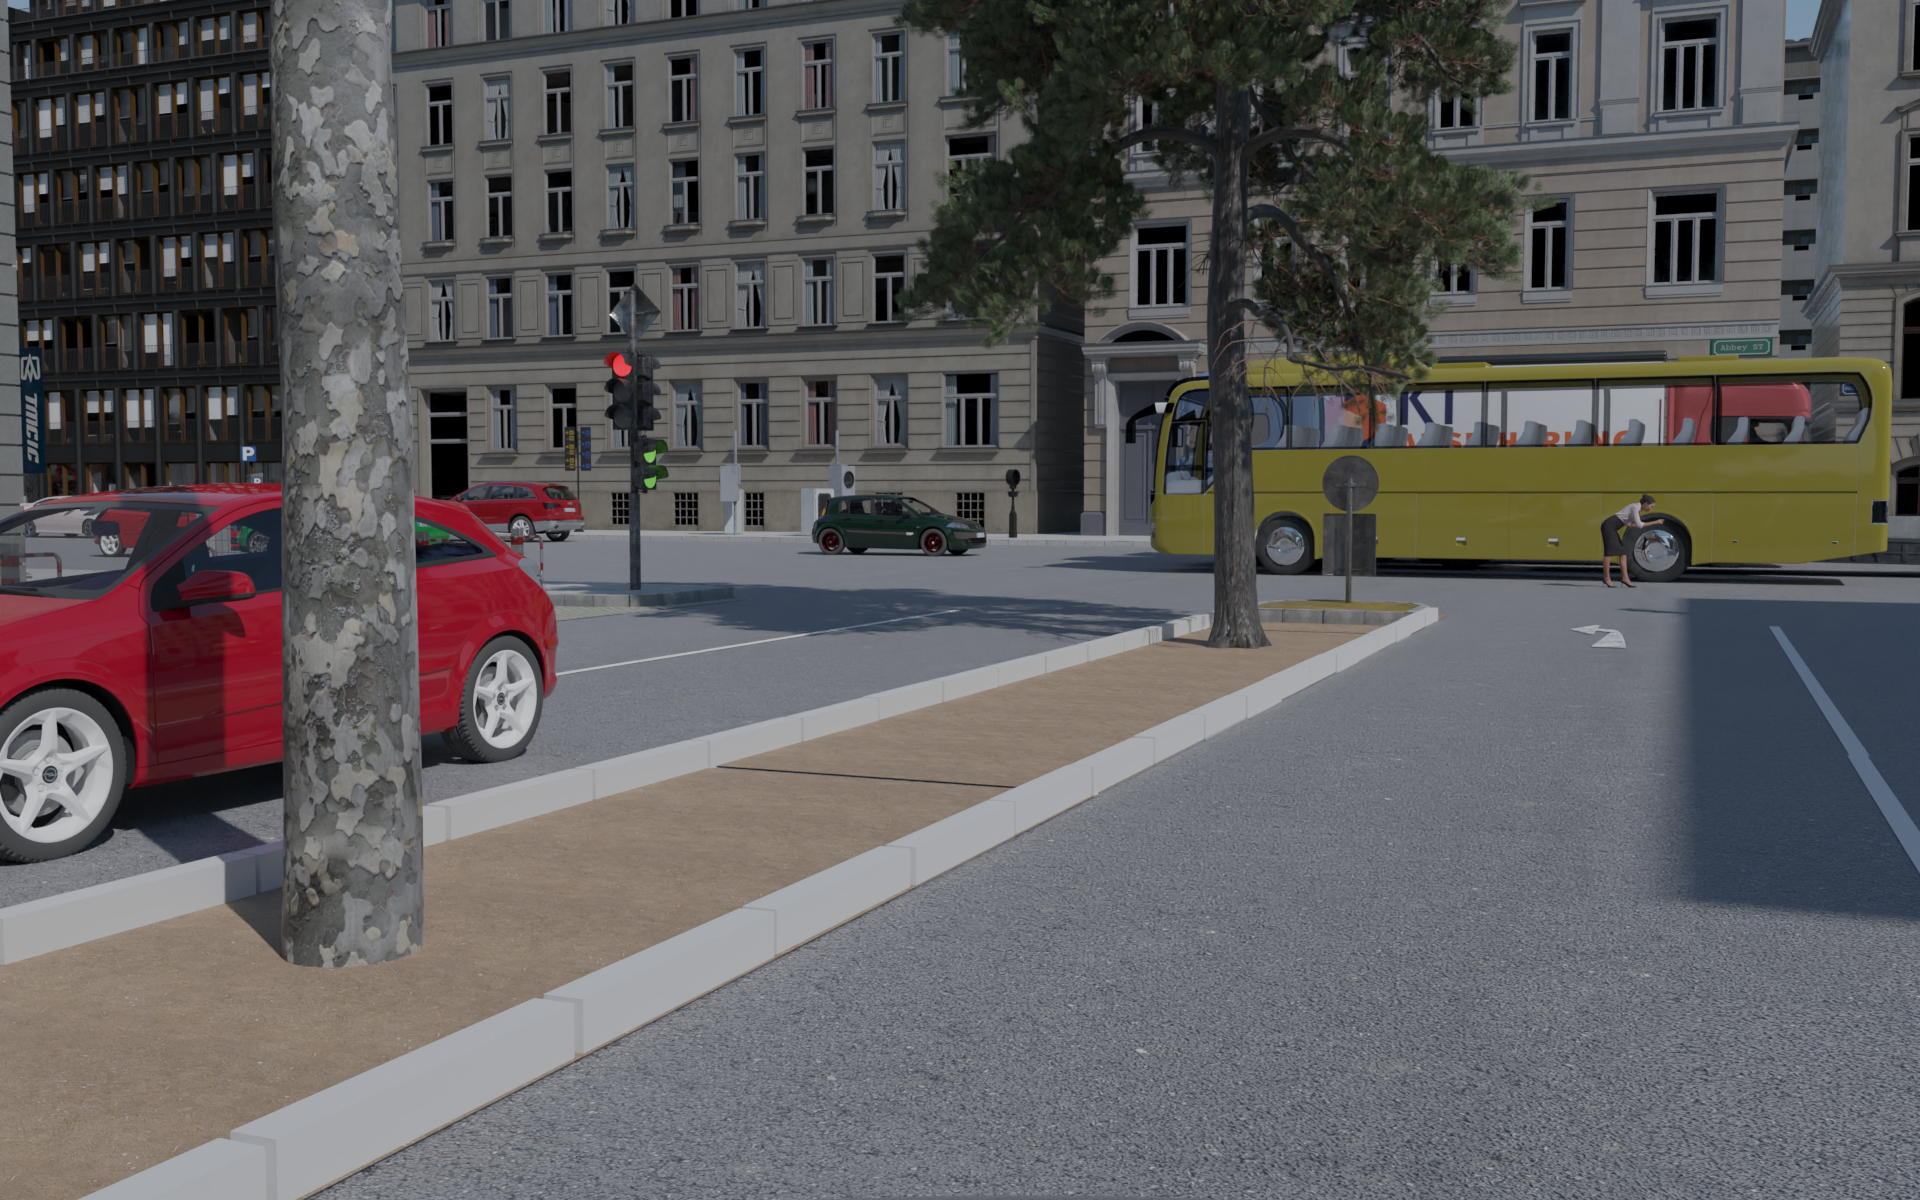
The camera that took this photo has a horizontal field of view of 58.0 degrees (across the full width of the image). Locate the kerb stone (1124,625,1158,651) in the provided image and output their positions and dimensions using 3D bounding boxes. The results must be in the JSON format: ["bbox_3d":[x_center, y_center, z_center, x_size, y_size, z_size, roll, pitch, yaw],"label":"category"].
[{"bbox_3d":[1.628,0.370,16.150,0.120,0.150,1.000,1,4,23],"label":"kerb stone"}]

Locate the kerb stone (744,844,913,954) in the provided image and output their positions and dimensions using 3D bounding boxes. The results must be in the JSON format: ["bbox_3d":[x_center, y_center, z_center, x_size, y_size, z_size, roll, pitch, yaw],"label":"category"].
[{"bbox_3d":[-0.428,1.001,5.832,0.120,0.150,1.000,1,4,23],"label":"kerb stone"}]

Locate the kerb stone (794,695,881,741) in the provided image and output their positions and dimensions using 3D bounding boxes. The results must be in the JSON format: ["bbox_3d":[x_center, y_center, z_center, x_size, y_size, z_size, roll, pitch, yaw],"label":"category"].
[{"bbox_3d":[-0.760,0.721,10.443,0.120,0.150,1.000,1,4,23],"label":"kerb stone"}]

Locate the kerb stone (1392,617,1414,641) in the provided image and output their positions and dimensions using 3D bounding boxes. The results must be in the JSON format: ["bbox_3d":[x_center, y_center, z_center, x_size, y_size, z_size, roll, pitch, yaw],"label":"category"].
[{"bbox_3d":[4.356,0.307,17.211,0.120,0.150,1.000,1,4,23],"label":"kerb stone"}]

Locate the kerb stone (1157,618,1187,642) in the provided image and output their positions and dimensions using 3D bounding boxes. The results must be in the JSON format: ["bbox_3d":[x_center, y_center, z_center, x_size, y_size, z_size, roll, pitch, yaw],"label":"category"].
[{"bbox_3d":[2.029,0.316,17.103,0.120,0.150,1.000,1,4,23],"label":"kerb stone"}]

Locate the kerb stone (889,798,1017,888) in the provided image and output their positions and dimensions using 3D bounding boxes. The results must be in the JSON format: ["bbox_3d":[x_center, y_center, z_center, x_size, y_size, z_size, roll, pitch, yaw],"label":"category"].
[{"bbox_3d":[-0.022,0.943,6.778,0.120,0.150,1.000,1,4,23],"label":"kerb stone"}]

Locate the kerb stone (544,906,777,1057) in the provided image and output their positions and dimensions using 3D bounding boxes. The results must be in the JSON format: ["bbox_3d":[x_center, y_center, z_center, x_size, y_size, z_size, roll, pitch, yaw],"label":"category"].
[{"bbox_3d":[-0.819,1.059,4.884,0.120,0.150,1.000,1,4,23],"label":"kerb stone"}]

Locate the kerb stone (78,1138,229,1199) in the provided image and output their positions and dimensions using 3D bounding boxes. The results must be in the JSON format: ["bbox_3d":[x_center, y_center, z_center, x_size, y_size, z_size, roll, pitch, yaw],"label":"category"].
[{"bbox_3d":[-1.615,1.177,2.974,0.120,0.150,1.000,1,4,23],"label":"kerb stone"}]

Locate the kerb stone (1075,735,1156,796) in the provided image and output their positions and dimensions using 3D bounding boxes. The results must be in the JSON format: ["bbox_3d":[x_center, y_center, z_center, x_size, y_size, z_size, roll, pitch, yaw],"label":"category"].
[{"bbox_3d":[0.770,0.832,8.680,0.120,0.150,1.000,1,4,23],"label":"kerb stone"}]

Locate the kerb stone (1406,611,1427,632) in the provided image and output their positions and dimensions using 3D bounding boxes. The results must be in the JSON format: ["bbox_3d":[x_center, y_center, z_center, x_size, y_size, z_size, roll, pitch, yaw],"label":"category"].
[{"bbox_3d":[4.743,0.247,18.161,0.120,0.150,1.000,1,4,23],"label":"kerb stone"}]

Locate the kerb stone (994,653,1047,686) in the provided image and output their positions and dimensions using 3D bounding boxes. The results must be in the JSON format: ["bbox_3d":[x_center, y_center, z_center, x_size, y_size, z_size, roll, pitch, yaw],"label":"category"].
[{"bbox_3d":[0.424,0.546,13.294,0.120,0.150,1.000,1,4,23],"label":"kerb stone"}]

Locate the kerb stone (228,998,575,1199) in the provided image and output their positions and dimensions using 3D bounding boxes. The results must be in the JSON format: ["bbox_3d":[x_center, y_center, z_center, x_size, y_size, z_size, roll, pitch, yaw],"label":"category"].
[{"bbox_3d":[-1.221,1.117,3.928,0.120,0.150,1.000,1,4,23],"label":"kerb stone"}]

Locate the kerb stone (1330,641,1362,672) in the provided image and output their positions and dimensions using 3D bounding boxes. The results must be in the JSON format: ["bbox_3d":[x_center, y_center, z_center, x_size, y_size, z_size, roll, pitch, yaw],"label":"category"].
[{"bbox_3d":[3.160,0.479,14.358,0.120,0.150,1.000,1,4,23],"label":"kerb stone"}]

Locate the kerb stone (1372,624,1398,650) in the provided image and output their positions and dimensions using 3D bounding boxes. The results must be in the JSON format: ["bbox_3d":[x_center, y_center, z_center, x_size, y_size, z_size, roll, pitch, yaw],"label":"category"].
[{"bbox_3d":[3.952,0.363,16.264,0.120,0.150,1.000,1,4,23],"label":"kerb stone"}]

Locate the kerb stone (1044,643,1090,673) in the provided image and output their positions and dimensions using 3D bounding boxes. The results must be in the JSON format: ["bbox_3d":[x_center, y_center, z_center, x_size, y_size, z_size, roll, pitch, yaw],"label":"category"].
[{"bbox_3d":[0.829,0.489,14.250,0.120,0.150,1.000,1,4,23],"label":"kerb stone"}]

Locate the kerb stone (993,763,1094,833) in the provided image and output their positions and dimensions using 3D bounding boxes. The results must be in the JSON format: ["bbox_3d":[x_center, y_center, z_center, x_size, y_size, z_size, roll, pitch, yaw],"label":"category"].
[{"bbox_3d":[0.370,0.886,7.726,0.120,0.150,1.000,1,4,23],"label":"kerb stone"}]

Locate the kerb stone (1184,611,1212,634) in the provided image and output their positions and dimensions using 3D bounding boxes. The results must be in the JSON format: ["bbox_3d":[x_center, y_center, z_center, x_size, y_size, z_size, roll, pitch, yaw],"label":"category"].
[{"bbox_3d":[2.419,0.253,18.053,0.120,0.150,1.000,1,4,23],"label":"kerb stone"}]

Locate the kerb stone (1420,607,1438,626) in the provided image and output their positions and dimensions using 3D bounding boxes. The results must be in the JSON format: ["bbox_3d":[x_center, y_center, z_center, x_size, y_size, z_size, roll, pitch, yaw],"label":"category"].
[{"bbox_3d":[5.146,0.189,19.104,0.120,0.150,1.000,1,4,23],"label":"kerb stone"}]

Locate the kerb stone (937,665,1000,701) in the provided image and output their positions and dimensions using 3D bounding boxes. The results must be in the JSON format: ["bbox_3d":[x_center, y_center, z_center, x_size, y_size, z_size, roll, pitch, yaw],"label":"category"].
[{"bbox_3d":[0.031,0.603,12.341,0.120,0.150,1.000,1,4,23],"label":"kerb stone"}]

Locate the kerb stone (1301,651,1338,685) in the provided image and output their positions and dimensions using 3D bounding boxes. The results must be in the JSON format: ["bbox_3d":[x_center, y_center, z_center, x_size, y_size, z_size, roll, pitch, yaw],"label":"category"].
[{"bbox_3d":[2.754,0.537,13.412,0.120,0.150,1.000,1,4,23],"label":"kerb stone"}]

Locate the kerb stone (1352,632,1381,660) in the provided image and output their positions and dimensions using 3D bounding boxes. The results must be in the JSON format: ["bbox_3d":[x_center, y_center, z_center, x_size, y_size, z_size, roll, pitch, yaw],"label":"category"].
[{"bbox_3d":[3.554,0.423,15.309,0.120,0.150,1.000,1,4,23],"label":"kerb stone"}]

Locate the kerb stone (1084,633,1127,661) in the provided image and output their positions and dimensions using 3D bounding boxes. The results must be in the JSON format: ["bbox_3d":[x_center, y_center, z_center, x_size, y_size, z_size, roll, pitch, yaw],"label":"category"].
[{"bbox_3d":[1.232,0.429,15.198,0.120,0.150,1.000,1,4,23],"label":"kerb stone"}]

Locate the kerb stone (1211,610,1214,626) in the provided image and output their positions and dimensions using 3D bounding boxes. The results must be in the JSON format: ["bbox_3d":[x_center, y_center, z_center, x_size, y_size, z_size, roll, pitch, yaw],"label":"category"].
[{"bbox_3d":[2.819,0.195,19.005,0.120,0.150,1.000,1,4,23],"label":"kerb stone"}]

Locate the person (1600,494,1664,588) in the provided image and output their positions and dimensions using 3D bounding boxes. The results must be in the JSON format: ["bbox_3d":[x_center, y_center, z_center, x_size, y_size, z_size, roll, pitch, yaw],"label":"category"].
[{"bbox_3d":[10.210,-0.902,26.435,0.799,1.438,0.628,-1,4,-9],"label":"person"}]

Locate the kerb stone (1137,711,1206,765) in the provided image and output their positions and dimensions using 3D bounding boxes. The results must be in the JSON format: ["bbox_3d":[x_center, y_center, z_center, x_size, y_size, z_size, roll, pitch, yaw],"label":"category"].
[{"bbox_3d":[1.168,0.769,9.627,0.120,0.150,1.000,1,4,23],"label":"kerb stone"}]

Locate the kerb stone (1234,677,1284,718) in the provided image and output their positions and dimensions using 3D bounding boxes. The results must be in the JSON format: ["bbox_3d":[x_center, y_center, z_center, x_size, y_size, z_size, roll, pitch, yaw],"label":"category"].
[{"bbox_3d":[1.970,0.653,11.517,0.120,0.150,1.000,1,4,23],"label":"kerb stone"}]

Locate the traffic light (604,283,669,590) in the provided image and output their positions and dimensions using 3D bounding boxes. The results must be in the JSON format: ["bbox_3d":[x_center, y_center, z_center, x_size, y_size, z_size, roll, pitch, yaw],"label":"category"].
[{"bbox_3d":[-4.338,-2.091,23.103,0.839,4.253,0.868,1,4,23],"label":"traffic light"}]

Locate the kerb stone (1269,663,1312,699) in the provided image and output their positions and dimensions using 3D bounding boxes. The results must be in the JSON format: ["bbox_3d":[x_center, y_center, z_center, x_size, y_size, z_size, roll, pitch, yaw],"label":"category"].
[{"bbox_3d":[2.358,0.596,12.466,0.120,0.150,1.000,1,4,23],"label":"kerb stone"}]

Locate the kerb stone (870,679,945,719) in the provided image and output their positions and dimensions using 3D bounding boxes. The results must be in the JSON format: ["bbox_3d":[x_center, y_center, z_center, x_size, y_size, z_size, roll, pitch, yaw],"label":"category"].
[{"bbox_3d":[-0.370,0.660,11.397,0.120,0.150,1.000,1,4,23],"label":"kerb stone"}]

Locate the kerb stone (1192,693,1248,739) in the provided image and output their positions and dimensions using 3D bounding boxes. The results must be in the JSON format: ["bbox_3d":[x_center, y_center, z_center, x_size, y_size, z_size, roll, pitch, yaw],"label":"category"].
[{"bbox_3d":[1.568,0.711,10.571,0.120,0.150,1.000,1,4,23],"label":"kerb stone"}]

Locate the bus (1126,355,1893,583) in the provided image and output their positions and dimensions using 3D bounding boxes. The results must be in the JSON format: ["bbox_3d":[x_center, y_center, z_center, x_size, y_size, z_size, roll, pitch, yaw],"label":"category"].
[{"bbox_3d":[9.143,-2.356,30.065,12.252,3.916,2.896,2,4,24],"label":"bus"}]
